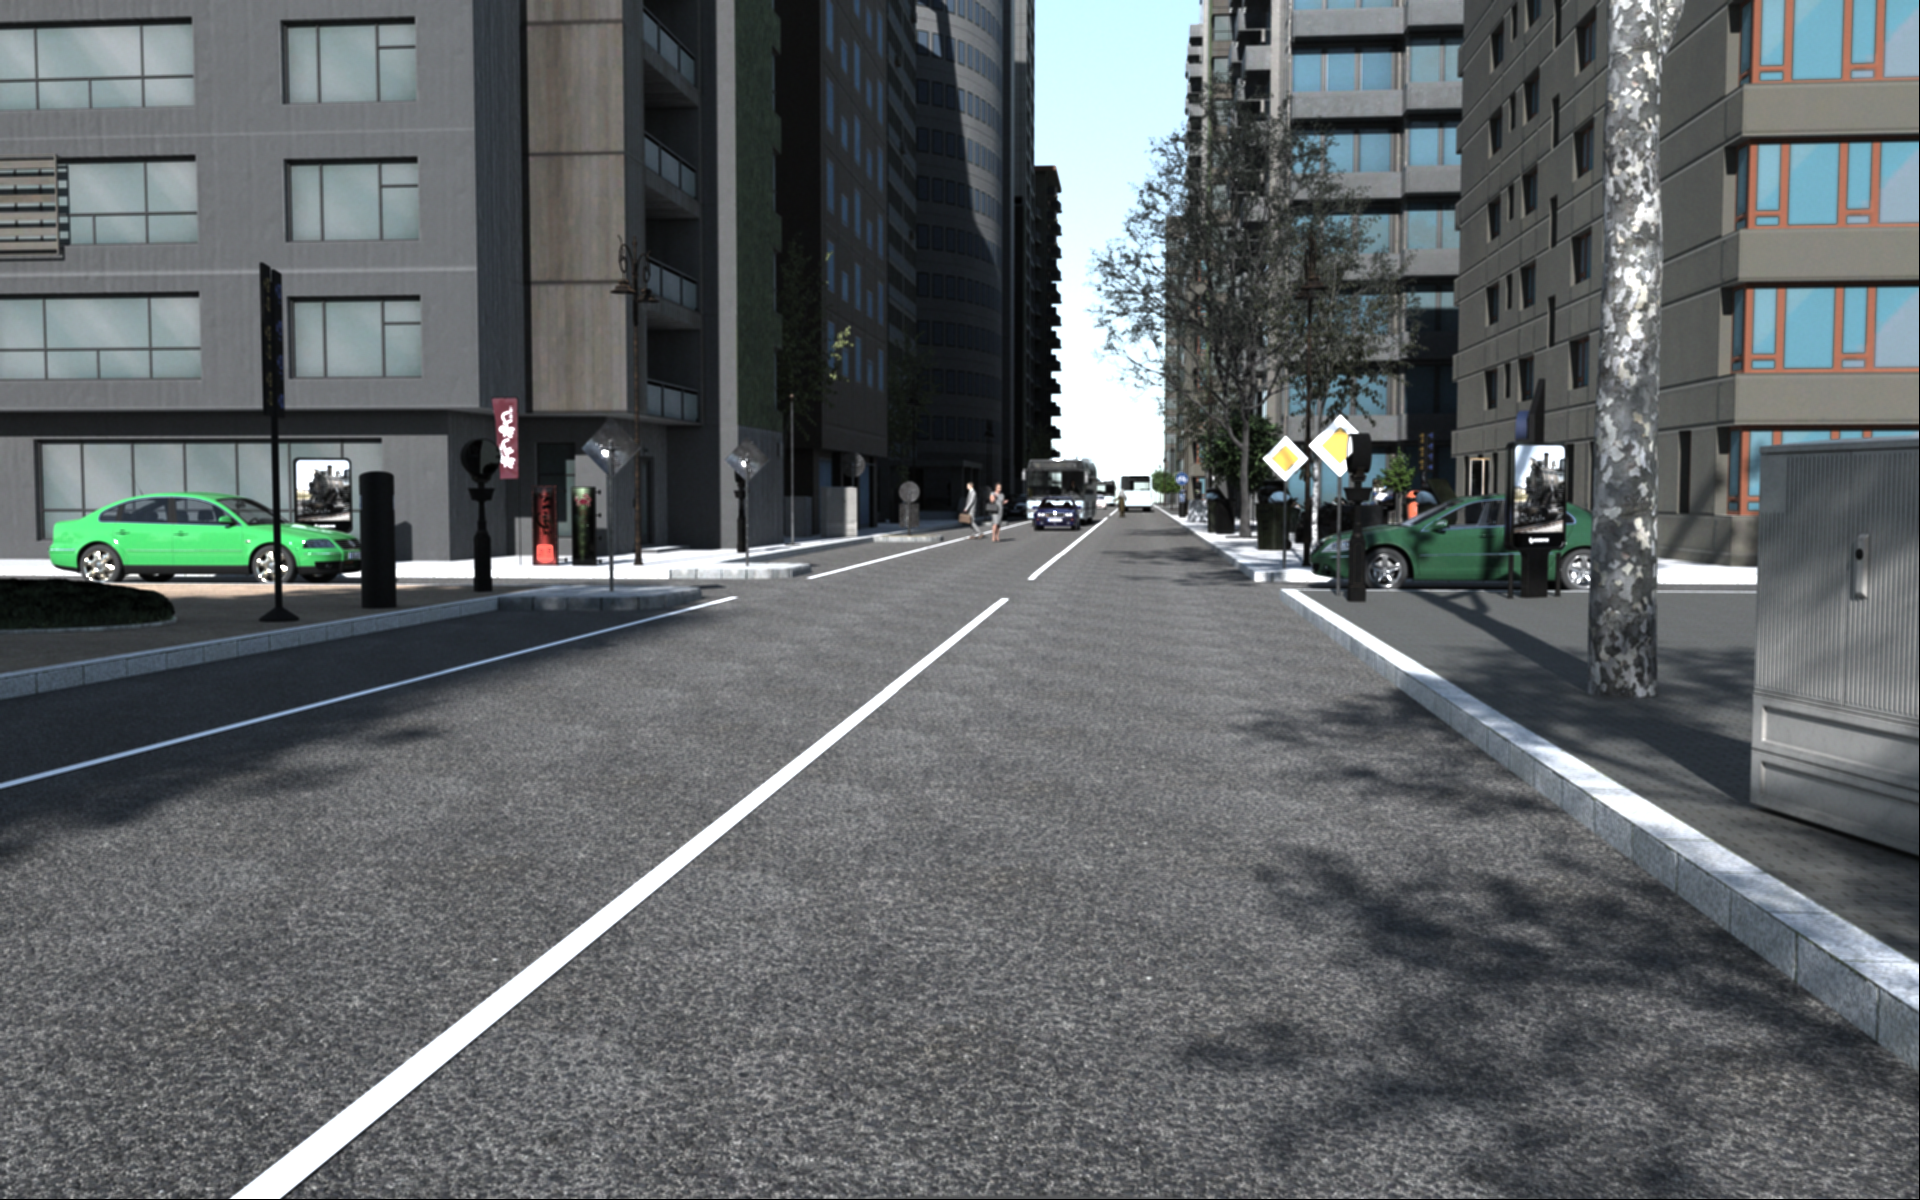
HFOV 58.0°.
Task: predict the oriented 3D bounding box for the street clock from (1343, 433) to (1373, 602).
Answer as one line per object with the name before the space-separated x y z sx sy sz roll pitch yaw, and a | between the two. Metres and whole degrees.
street clock | 4.743 -0.984 20.656 0.358 2.002 0.471 0 4 2

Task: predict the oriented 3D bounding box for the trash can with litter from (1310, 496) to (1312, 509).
trash can with litter | 14.151 -3.637 70.523 1.678 1.210 2.233 -3 5 -40

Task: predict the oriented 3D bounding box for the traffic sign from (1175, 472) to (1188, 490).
traffic sign | 12.980 -6.194 101.371 0.768 2.556 0.104 0 4 6

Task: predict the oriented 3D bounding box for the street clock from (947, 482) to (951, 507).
street clock | -0.600 -6.200 105.938 0.358 2.002 0.471 1 4 21

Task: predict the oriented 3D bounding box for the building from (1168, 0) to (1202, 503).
building | 39.571 -56.154 230.786 22.319 86.520 31.000 0 4 6

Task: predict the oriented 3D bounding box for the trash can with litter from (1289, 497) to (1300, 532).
trash can with litter | 10.826 -2.836 57.756 1.055 1.170 0.624 1 4 14

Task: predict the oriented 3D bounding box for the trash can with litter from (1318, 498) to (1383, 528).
trash can with litter | 8.049 -1.313 32.526 2.233 1.210 1.678 2 4 25

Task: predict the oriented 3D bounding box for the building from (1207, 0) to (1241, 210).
building | 22.923 -26.162 111.340 14.154 41.232 14.086 0 4 6

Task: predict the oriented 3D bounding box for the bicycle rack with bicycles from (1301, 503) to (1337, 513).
bicycle rack with bicycles | 14.253 -3.218 65.996 2.852 0.926 2.925 -2 4 -30

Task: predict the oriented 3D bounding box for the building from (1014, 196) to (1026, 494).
building | -1.263 -23.863 161.859 14.160 30.474 14.107 0 4 6

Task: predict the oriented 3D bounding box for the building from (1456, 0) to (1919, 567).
building | 29.390 -12.060 42.217 28.899 21.520 27.650 0 4 6

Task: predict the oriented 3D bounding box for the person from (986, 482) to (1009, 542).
person | 1.093 -2.620 51.690 0.716 1.782 0.532 -2 4 -33

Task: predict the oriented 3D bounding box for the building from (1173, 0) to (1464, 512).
building | 32.261 -33.166 161.876 23.786 49.044 30.456 0 4 6

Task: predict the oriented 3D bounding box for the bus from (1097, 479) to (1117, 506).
bus | 17.002 -12.791 203.990 2.948 3.499 13.247 0 4 5

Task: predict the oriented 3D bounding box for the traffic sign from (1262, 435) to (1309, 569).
traffic sign | 5.572 -1.594 29.710 0.795 2.450 0.064 0 4 6

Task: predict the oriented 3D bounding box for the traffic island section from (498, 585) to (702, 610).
traffic island section | -4.606 -0.032 22.799 2.009 0.180 2.903 0 4 6

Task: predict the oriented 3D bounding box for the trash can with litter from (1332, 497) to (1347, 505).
trash can with litter | 16.055 -3.733 72.422 1.055 1.170 0.624 -3 4 -38

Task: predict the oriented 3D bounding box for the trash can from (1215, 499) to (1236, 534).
trash can | 8.518 -2.689 55.623 0.748 1.137 0.748 0 3 0

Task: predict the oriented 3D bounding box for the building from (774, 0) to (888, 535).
building | -10.409 -25.070 60.009 14.600 45.320 14.200 0 4 6

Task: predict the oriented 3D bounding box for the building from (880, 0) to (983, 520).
building | -15.303 -24.567 93.558 32.217 40.220 23.993 0 4 6

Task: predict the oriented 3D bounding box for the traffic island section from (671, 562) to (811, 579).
traffic island section | -3.796 -0.518 30.743 2.009 0.180 2.903 0 4 6

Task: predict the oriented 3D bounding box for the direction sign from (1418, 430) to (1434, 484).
direction sign | 16.454 -4.232 61.188 0.379 3.537 0.876 -1 4 -20

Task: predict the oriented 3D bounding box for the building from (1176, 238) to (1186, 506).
building | 31.563 -25.950 195.977 14.160 30.474 14.107 0 4 6

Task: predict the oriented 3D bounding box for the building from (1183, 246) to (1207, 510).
building | 31.431 -17.590 132.641 27.650 21.520 28.899 0 4 6

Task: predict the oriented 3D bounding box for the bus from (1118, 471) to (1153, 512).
bus | 14.442 -9.024 142.396 2.948 3.499 13.247 0 4 6

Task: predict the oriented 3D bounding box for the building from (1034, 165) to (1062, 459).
building | 1.934 -34.962 226.247 22.147 44.769 28.867 0 4 6

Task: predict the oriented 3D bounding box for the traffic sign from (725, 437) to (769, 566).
traffic sign | -3.772 -1.654 30.679 0.795 2.450 0.064 0 4 6

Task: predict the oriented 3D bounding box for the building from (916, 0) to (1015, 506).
building | -7.684 -35.336 119.747 21.231 58.520 28.212 0 4 6

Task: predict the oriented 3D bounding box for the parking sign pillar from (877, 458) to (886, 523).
parking sign pillar | -4.075 -5.496 78.332 1.447 3.967 1.447 1 4 22

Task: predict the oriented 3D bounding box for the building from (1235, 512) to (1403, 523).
building | 25.138 -28.603 87.274 23.786 49.044 30.456 0 4 6

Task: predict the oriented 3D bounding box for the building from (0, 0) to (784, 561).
building | -12.301 -21.683 38.110 14.154 41.232 14.086 0 4 6

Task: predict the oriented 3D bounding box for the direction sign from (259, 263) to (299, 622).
direction sign | -6.902 -1.557 17.451 0.379 3.537 0.876 -1 4 -10

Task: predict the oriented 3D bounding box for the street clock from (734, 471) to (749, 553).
street clock | -4.787 -2.044 37.985 0.358 2.002 0.471 -1 4 -17

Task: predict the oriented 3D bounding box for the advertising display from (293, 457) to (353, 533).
advertising display | -11.300 -1.561 30.732 0.974 1.923 0.123 -2 4 -30

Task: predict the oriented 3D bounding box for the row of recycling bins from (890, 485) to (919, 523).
row of recycling bins | -2.533 -4.329 77.888 1.069 1.692 3.534 1 4 8

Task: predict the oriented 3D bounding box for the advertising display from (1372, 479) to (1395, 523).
advertising display | 17.594 -4.079 71.908 0.974 1.923 0.123 3 4 38

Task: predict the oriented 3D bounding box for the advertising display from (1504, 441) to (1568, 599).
advertising display | 7.129 -0.993 21.450 0.974 1.923 0.123 -2 4 -31

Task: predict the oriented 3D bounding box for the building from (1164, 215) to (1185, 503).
building | 37.224 -34.950 255.023 14.154 41.232 14.086 0 4 6

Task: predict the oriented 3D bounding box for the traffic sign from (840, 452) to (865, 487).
traffic sign | -3.260 -3.212 52.626 0.768 2.556 0.104 0 4 6

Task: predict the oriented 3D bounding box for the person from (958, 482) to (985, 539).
person | 0.359 -2.834 54.951 0.853 1.813 0.709 0 4 -2

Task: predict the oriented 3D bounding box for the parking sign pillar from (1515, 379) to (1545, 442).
parking sign pillar | 13.163 -3.153 40.022 1.447 3.967 1.447 2 4 27

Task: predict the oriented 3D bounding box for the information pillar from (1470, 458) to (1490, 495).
information pillar | 10.734 -1.915 35.796 0.304 2.012 0.304 3 5 41

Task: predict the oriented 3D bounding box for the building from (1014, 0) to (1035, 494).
building | 0.365 -46.638 200.780 20.563 71.187 20.611 0 4 6

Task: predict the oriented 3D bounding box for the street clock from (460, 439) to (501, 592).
street clock | -6.284 -1.113 22.761 0.471 2.002 0.358 -2 4 -33

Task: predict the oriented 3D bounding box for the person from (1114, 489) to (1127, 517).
person | 9.973 -5.992 107.198 0.721 1.736 1.217 3 5 44

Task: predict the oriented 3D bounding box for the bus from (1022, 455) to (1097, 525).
bus | 4.911 -5.340 82.172 2.948 3.499 13.247 0 4 7
